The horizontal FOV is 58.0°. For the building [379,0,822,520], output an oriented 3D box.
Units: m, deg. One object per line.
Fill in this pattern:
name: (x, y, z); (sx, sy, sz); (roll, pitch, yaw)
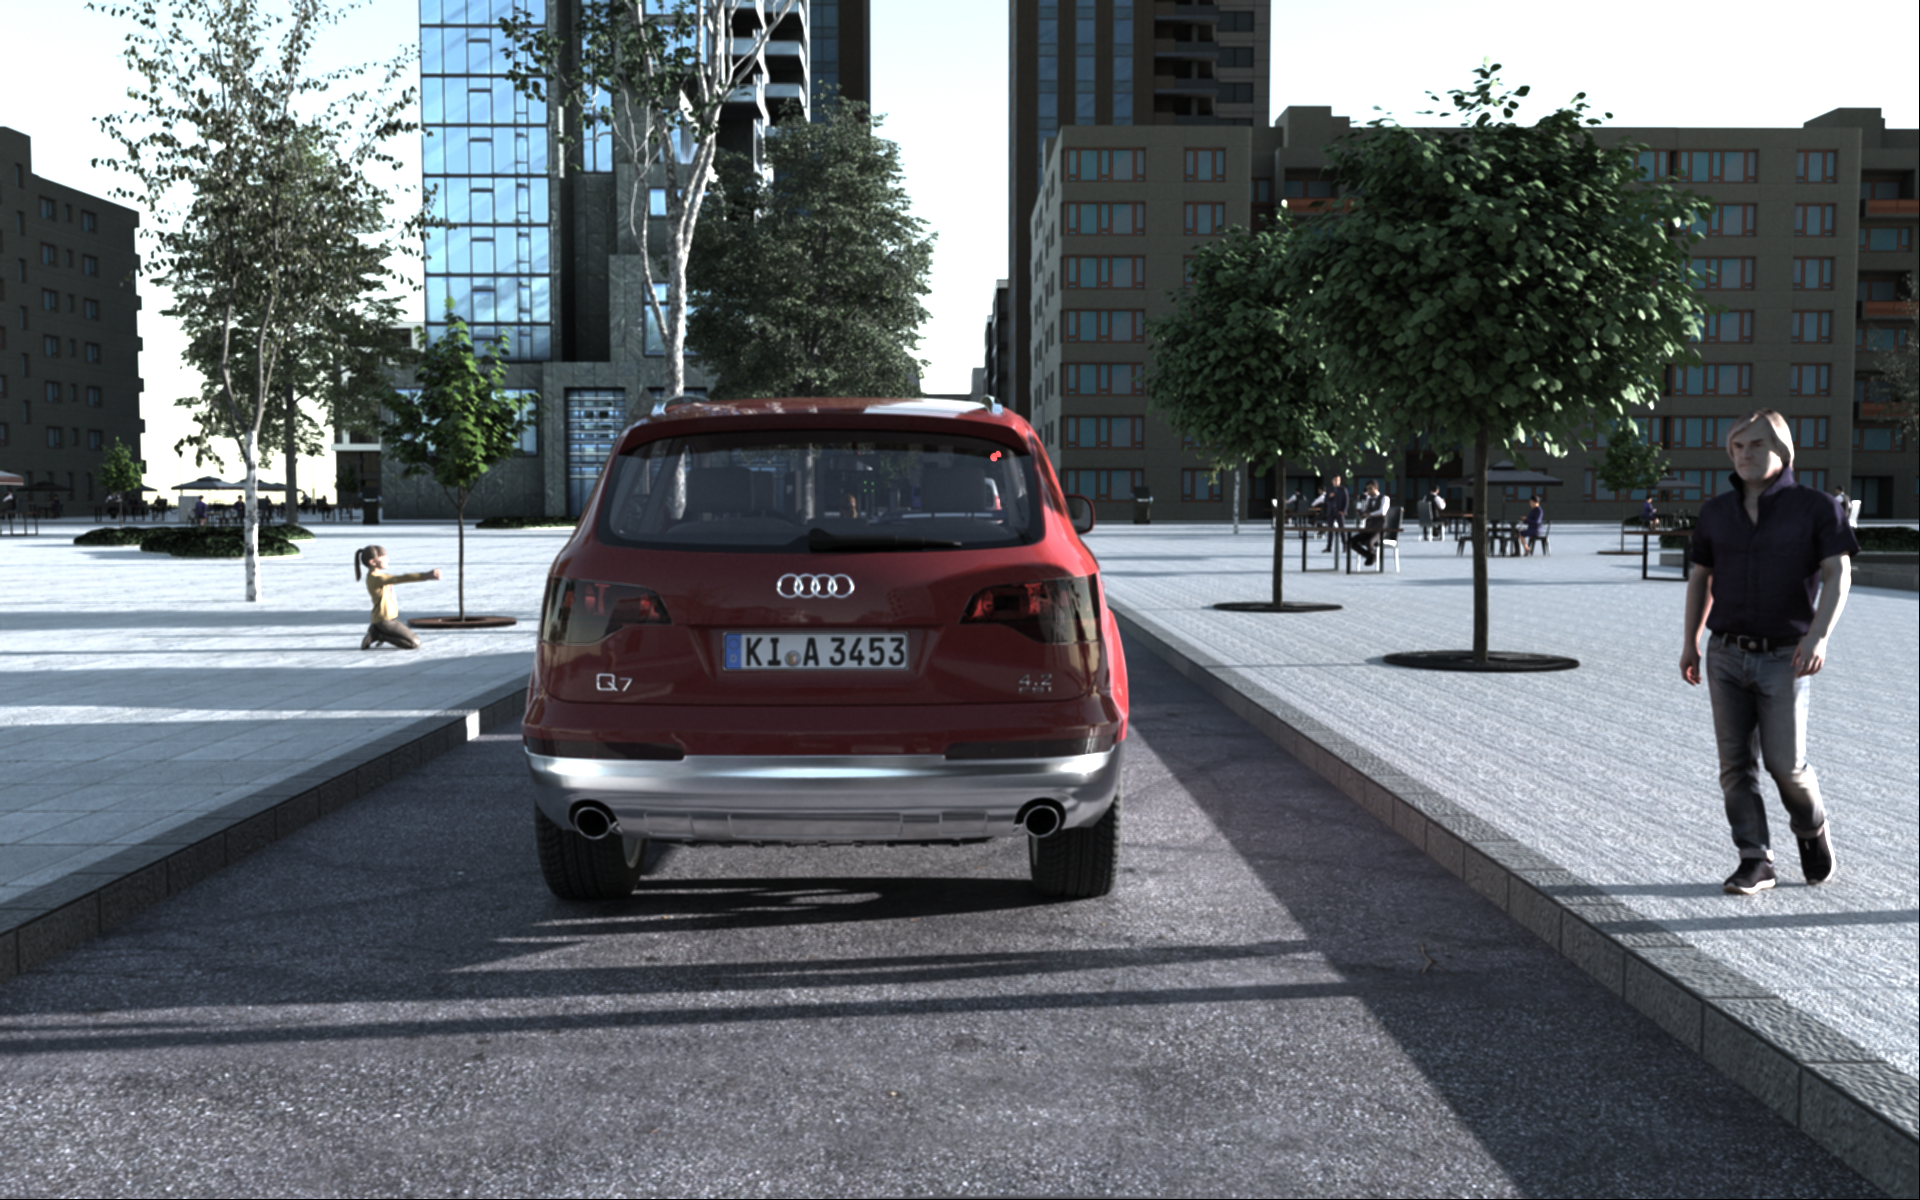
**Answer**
building: (-18.698, -48.022, 97.829); (22.319, 86.520, 31.000); (0, 4, -1)

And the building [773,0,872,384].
building: (-14.232, -29.818, 137.628); (14.600, 45.320, 14.200); (0, 4, -1)

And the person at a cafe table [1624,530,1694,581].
person at a cafe table: (11.136, -0.909, 25.722); (1.698, 1.238, 1.726); (-2, 4, -34)

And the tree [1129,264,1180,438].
tree: (3.584, -2.172, 19.228); (4.285, 4.588, 4.351); (0, 3, 0)

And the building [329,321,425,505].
building: (-58.246, -22.680, 214.793); (32.646, 21.610, 27.936); (0, 4, -1)

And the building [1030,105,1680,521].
building: (19.050, -15.316, 95.458); (28.899, 21.520, 27.650); (0, 4, -1)

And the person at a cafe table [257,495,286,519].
person at a cafe table: (-35.294, -4.770, 88.852); (1.698, 1.238, 1.726); (1, 4, 10)

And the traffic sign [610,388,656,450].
traffic sign: (-3.852, -1.301, 21.282); (0.884, 2.594, 0.081); (0, 4, 0)

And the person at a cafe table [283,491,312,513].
person at a cafe table: (-45.961, -6.858, 120.643); (1.698, 1.524, 1.622); (2, 4, 30)

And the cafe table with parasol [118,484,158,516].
cafe table with parasol: (-47.962, -5.879, 100.988); (2.610, 1.966, 2.610); (1, 4, 20)

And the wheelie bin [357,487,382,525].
wheelie bin: (-24.735, -3.957, 72.603); (0.980, 1.594, 0.693); (-1, 4, -16)

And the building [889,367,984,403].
building: (1.643, -23.430, 249.538); (31.486, 18.905, 16.747); (0, 4, -1)

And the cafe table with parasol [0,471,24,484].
cafe table with parasol: (-15.123, -1.246, 25.237); (2.610, 1.966, 2.610); (-2, 4, -25)

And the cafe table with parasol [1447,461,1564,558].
cafe table with parasol: (11.137, -1.874, 35.498); (2.610, 1.966, 2.610); (-2, 4, -30)

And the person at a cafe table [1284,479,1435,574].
person at a cafe table: (6.511, -1.215, 28.389); (1.622, 1.524, 1.698); (-2, 4, -31)

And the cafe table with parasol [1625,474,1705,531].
cafe table with parasol: (24.460, -3.384, 60.188); (2.610, 1.966, 2.610); (-3, 5, -45)

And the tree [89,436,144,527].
tree: (-28.149, -3.861, 57.732); (1.663, 3.219, 1.824); (0, 3, 0)

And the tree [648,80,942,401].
tree: (-5.028, -9.089, 55.264); (9.857, 13.997, 8.962); (0, 3, 0)

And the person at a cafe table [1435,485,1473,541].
person at a cafe table: (13.285, -2.398, 47.715); (1.622, 1.524, 1.698); (-3, 4, -37)

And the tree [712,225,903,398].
tree: (-5.766, -8.585, 66.122); (9.928, 11.665, 9.643); (0, 3, 0)

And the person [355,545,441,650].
person: (-4.644, -0.023, 14.345); (0.695, 0.859, 0.347); (-1, 4, -10)

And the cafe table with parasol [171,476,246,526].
cafe table with parasol: (-27.702, -3.614, 63.952); (2.610, 1.966, 2.610); (-2, 4, -25)

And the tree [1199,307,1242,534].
tree: (9.045, -6.451, 55.835); (4.737, 8.622, 4.395); (0, 3, 0)

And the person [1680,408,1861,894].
person: (2.660, 0.164, 5.563); (0.471, 1.553, 0.569); (0, 4, -6)

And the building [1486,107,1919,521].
building: (47.947, -15.340, 95.853); (28.899, 21.520, 27.650); (0, 4, -1)

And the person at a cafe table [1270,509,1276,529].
person at a cafe table: (10.185, -2.543, 50.091); (1.622, 1.524, 1.698); (3, 5, 41)

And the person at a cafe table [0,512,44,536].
person at a cafe table: (-29.450, -2.603, 53.426); (1.726, 1.238, 1.698); (-1, 4, -11)

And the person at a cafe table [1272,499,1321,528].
person at a cafe table: (12.902, -3.451, 67.285); (1.698, 1.238, 1.726); (-3, 4, -37)

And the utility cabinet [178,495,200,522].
utility cabinet: (-35.220, -4.167, 79.290); (1.020, 1.237, 0.306); (-2, 4, -33)

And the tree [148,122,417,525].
tree: (-20.554, -8.257, 53.128); (7.486, 12.596, 7.792); (0, 3, 0)

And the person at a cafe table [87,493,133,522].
person at a cafe table: (-39.478, -4.409, 80.606); (1.698, 1.524, 1.622); (-1, 4, -13)

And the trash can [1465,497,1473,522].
trash can: (23.662, -4.171, 79.844); (0.748, 1.137, 0.748); (0, 3, 0)

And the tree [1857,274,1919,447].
tree: (31.463, -6.457, 55.934); (4.360, 8.622, 3.978); (0, 3, 0)

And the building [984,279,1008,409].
building: (17.203, -20.610, 180.943); (27.936, 21.610, 32.646); (0, 4, -1)

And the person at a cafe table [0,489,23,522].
person at a cafe table: (-44.708, -4.432, 80.975); (1.622, 1.524, 1.698); (0, 4, 0)

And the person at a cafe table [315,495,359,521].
person at a cafe table: (-29.884, -4.375, 82.391); (1.726, 1.238, 1.698); (2, 4, 29)

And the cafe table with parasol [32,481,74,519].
cafe table with parasol: (-47.162, -5.168, 89.357); (2.610, 1.966, 2.610); (-1, 4, -10)

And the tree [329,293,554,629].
tree: (-5.019, -1.363, 16.893); (1.663, 3.219, 1.824); (0, 3, 0)

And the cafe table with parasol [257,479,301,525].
cafe table with parasol: (-28.213, -3.921, 68.975); (2.610, 1.966, 2.610); (0, 4, 2)

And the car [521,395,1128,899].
car: (-0.480, 0.060, 7.685); (2.281, 1.827, 5.304); (0, 4, -1)

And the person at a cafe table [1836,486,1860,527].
person at a cafe table: (24.893, -2.515, 49.636); (1.698, 1.524, 1.622); (-2, 4, -33)

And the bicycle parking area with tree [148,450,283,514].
bicycle parking area with tree: (-48.607, -7.730, 113.394); (8.231, 4.147, 9.016); (2, 4, 27)

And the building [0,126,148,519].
building: (-64.404, -15.123, 92.307); (28.899, 21.520, 27.650); (0, 4, -1)

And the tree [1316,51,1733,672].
tree: (3.956, -1.798, 13.115); (4.285, 4.588, 4.351); (0, 3, 0)

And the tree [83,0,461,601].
tree: (-8.397, -4.304, 20.726); (4.360, 8.622, 3.978); (0, 3, 0)

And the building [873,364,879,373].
building: (-16.897, -18.630, 171.050); (16.747, 18.905, 31.486); (0, 4, -1)

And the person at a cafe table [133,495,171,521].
person at a cafe table: (-38.640, -4.409, 82.948); (1.698, 1.238, 1.726); (1, 4, 9)

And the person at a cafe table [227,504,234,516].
person at a cafe table: (-38.057, -4.999, 92.590); (1.726, 1.238, 1.698); (-3, 5, -44)

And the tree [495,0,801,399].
tree: (-4.154, -10.821, 32.817); (12.611, 20.169, 13.585); (0, 3, 0)

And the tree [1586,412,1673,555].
tree: (14.008, -2.582, 36.813); (1.663, 3.219, 1.824); (0, 3, 0)

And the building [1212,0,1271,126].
building: (13.656, -43.154, 143.816); (20.563, 71.187, 20.611); (0, 4, -1)

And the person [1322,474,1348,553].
person: (8.247, -1.900, 38.028); (0.541, 1.710, 0.530); (3, 5, 39)

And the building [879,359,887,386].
building: (-25.355, -22.735, 215.684); (32.646, 21.610, 27.936); (0, 4, -1)

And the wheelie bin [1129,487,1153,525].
wheelie bin: (7.569, -3.965, 72.729); (0.980, 1.594, 0.693); (-1, 4, -10)

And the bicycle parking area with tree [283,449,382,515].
bicycle parking area with tree: (-39.326, -7.673, 112.458); (8.231, 4.147, 9.016); (-1, 4, -22)

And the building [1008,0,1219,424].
building: (10.708, -29.174, 127.099); (14.600, 45.320, 14.200); (0, 4, -1)
